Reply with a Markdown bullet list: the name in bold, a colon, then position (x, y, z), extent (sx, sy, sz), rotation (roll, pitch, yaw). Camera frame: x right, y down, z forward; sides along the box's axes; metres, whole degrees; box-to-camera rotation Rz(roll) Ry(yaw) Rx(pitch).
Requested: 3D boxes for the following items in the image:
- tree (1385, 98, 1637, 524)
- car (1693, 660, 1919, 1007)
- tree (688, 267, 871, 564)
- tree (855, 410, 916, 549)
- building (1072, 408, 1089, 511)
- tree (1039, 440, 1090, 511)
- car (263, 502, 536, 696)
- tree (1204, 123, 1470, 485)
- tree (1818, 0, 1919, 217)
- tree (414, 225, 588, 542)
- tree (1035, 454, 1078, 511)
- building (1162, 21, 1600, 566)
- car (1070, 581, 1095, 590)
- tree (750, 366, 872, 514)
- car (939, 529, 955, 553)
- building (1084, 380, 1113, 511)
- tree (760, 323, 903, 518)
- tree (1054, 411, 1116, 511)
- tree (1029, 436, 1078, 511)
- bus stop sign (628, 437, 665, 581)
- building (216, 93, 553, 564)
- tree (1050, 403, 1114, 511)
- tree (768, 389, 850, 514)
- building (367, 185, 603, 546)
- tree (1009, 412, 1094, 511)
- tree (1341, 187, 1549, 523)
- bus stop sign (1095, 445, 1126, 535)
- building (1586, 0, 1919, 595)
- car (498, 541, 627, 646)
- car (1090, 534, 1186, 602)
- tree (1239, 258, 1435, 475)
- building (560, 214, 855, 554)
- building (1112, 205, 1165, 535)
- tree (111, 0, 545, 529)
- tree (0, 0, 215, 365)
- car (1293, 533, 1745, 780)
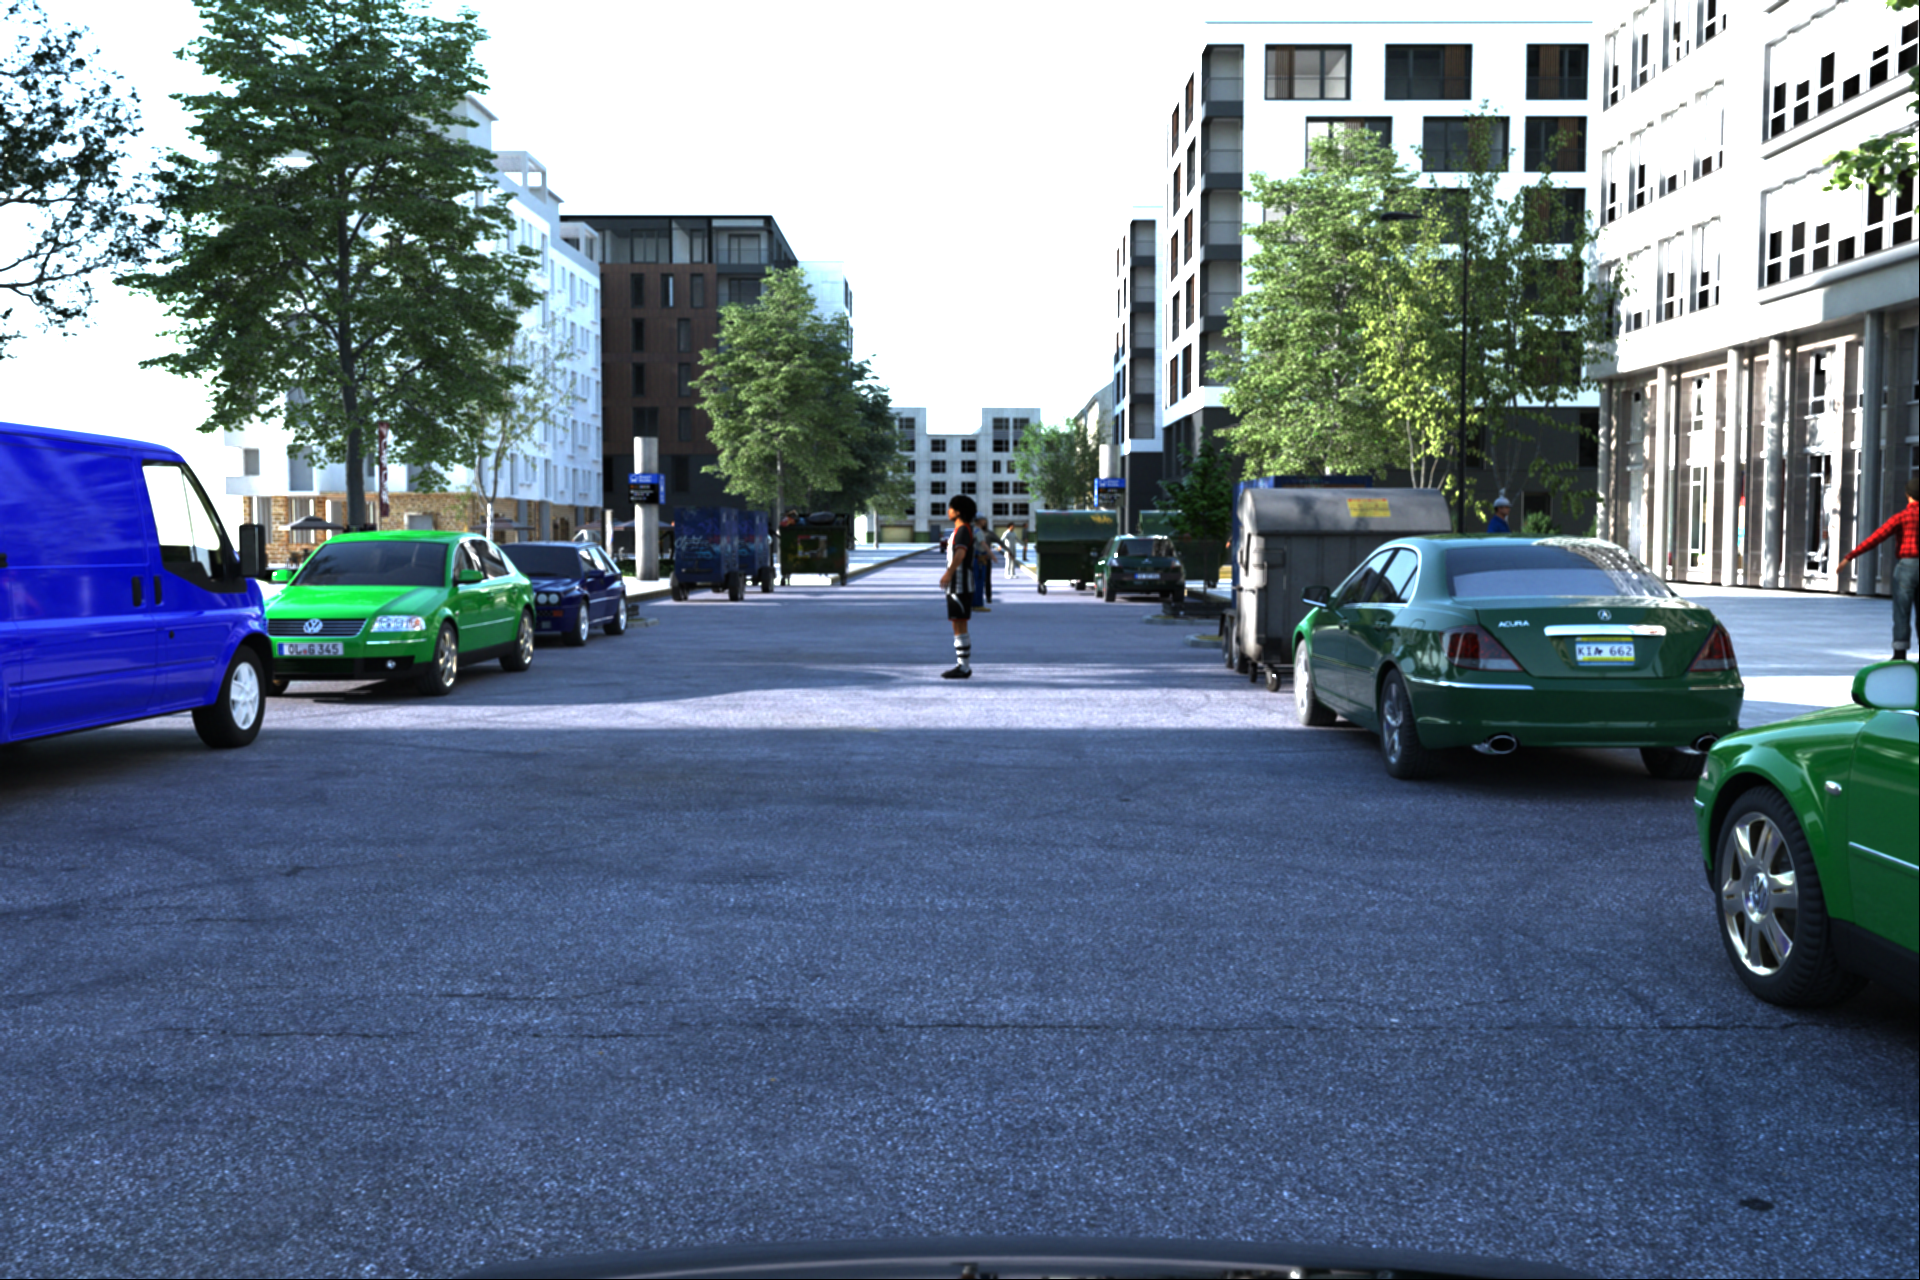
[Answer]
- **tree**: position (9.319, -4.836, 29.430), extent (4.737, 8.622, 4.395), rotation (0, 3, 0)
- **car**: position (3.315, 0.299, 3.901), extent (1.959, 1.807, 4.718), rotation (0, 4, 0)
- **tree**: position (-7.600, -9.498, 73.418), extent (7.486, 12.596, 7.792), rotation (0, 3, 0)
- **tree**: position (-7.757, -14.278, 151.570), extent (7.486, 12.596, 7.792), rotation (0, 3, 0)
- **building**: position (24.428, -23.828, 220.508), extent (19.493, 23.208, 18.063), rotation (0, 4, 0)
- **tree**: position (8.118, -11.228, 133.933), extent (4.360, 8.622, 3.978), rotation (0, 3, 0)
- **car**: position (-5.408, -0.485, 16.733), extent (1.959, 1.807, 4.718), rotation (0, 3, 0)
- **tree**: position (10.709, -7.958, 48.233), extent (7.486, 12.596, 7.792), rotation (0, 3, 0)
- **tree**: position (9.350, -5.686, 11.100), extent (7.486, 12.596, 7.792), rotation (0, 3, 0)
- **tree**: position (-11.507, -5.585, 41.680), extent (4.360, 8.622, 3.978), rotation (0, 3, 0)
- **tree**: position (7.976, -12.508, 154.865), extent (4.360, 8.622, 3.978), rotation (0, 3, 0)
- **building**: position (23.750, -14.785, 85.715), extent (27.936, 21.610, 32.646), rotation (0, 4, 0)
- **car**: position (3.882, -2.028, 45.520), extent (2.083, 1.381, 4.827), rotation (0, 4, 1)
- **tree**: position (-8.394, -9.728, 93.471), extent (7.601, 10.594, 8.767), rotation (-1, 4, -20)
- **car**: position (-0.467, -7.516, 131.560), extent (2.281, 1.827, 5.304), rotation (0, 4, 0)
- **building**: position (24.249, -22.358, 196.482), extent (19.493, 23.208, 18.063), rotation (0, 4, 1)
- **tree**: position (-7.799, -12.082, 104.203), extent (9.857, 13.997, 8.962), rotation (0, 3, 0)
- **tree**: position (7.618, -9.408, 104.179), extent (4.737, 8.622, 4.395), rotation (0, 3, 0)
- **tree**: position (7.362, -10.836, 127.529), extent (4.360, 8.622, 3.978), rotation (0, 3, 0)
- **bus stop sign**: position (-8.553, -3.567, 47.328), extent (0.837, 3.901, 0.837), rotation (0, 4, 1)
- **building**: position (-26.035, -13.423, 75.888), extent (16.016, 20.090, 11.380), rotation (0, 4, 1)
- **tree**: position (7.297, -8.958, 96.824), extent (4.360, 8.622, 3.978), rotation (0, 3, 0)
- **tree**: position (-7.656, -8.174, 84.006), extent (4.360, 8.622, 3.978), rotation (0, 3, 0)
- **building**: position (-27.484, -14.614, 95.360), extent (16.016, 20.090, 11.380), rotation (0, 4, 1)
- **tree**: position (7.958, -13.503, 146.523), extent (9.928, 11.665, 9.643), rotation (0, 3, 0)
- **tree**: position (10.062, -5.303, 37.075), extent (4.737, 8.622, 4.395), rotation (0, 3, 0)
- **bus stop sign**: position (4.449, -3.812, 51.337), extent (0.837, 3.901, 0.837), rotation (0, 4, 0)
- **building**: position (26.275, -13.456, 27.605), extent (19.016, 26.051, 41.698), rotation (0, 4, 1)
- **car**: position (-5.649, -0.658, 23.333), extent (1.945, 1.354, 3.894), rotation (0, 4, 0)
- **car**: position (3.894, -1.719, 37.895), extent (2.009, 1.686, 4.222), rotation (0, 4, 0)
- **tree**: position (14.053, -8.501, 64.741), extent (9.928, 11.665, 9.643), rotation (0, 3, 0)
- **building**: position (-22.586, -17.331, 127.334), extent (27.936, 21.610, 32.646), rotation (0, 4, 0)
- **building**: position (24.689, -17.136, 124.141), extent (27.936, 21.610, 32.646), rotation (0, 4, 1)
- **tree**: position (-11.782, -7.000, 32.577), extent (7.486, 12.596, 7.792), rotation (0, 3, 0)
- **tree**: position (-11.853, -5.140, 18.447), extent (8.767, 10.594, 7.601), rotation (2, 4, 27)
- **car**: position (3.449, 0.016, 11.537), extent (2.131, 1.459, 4.920), rotation (0, 4, 0)
